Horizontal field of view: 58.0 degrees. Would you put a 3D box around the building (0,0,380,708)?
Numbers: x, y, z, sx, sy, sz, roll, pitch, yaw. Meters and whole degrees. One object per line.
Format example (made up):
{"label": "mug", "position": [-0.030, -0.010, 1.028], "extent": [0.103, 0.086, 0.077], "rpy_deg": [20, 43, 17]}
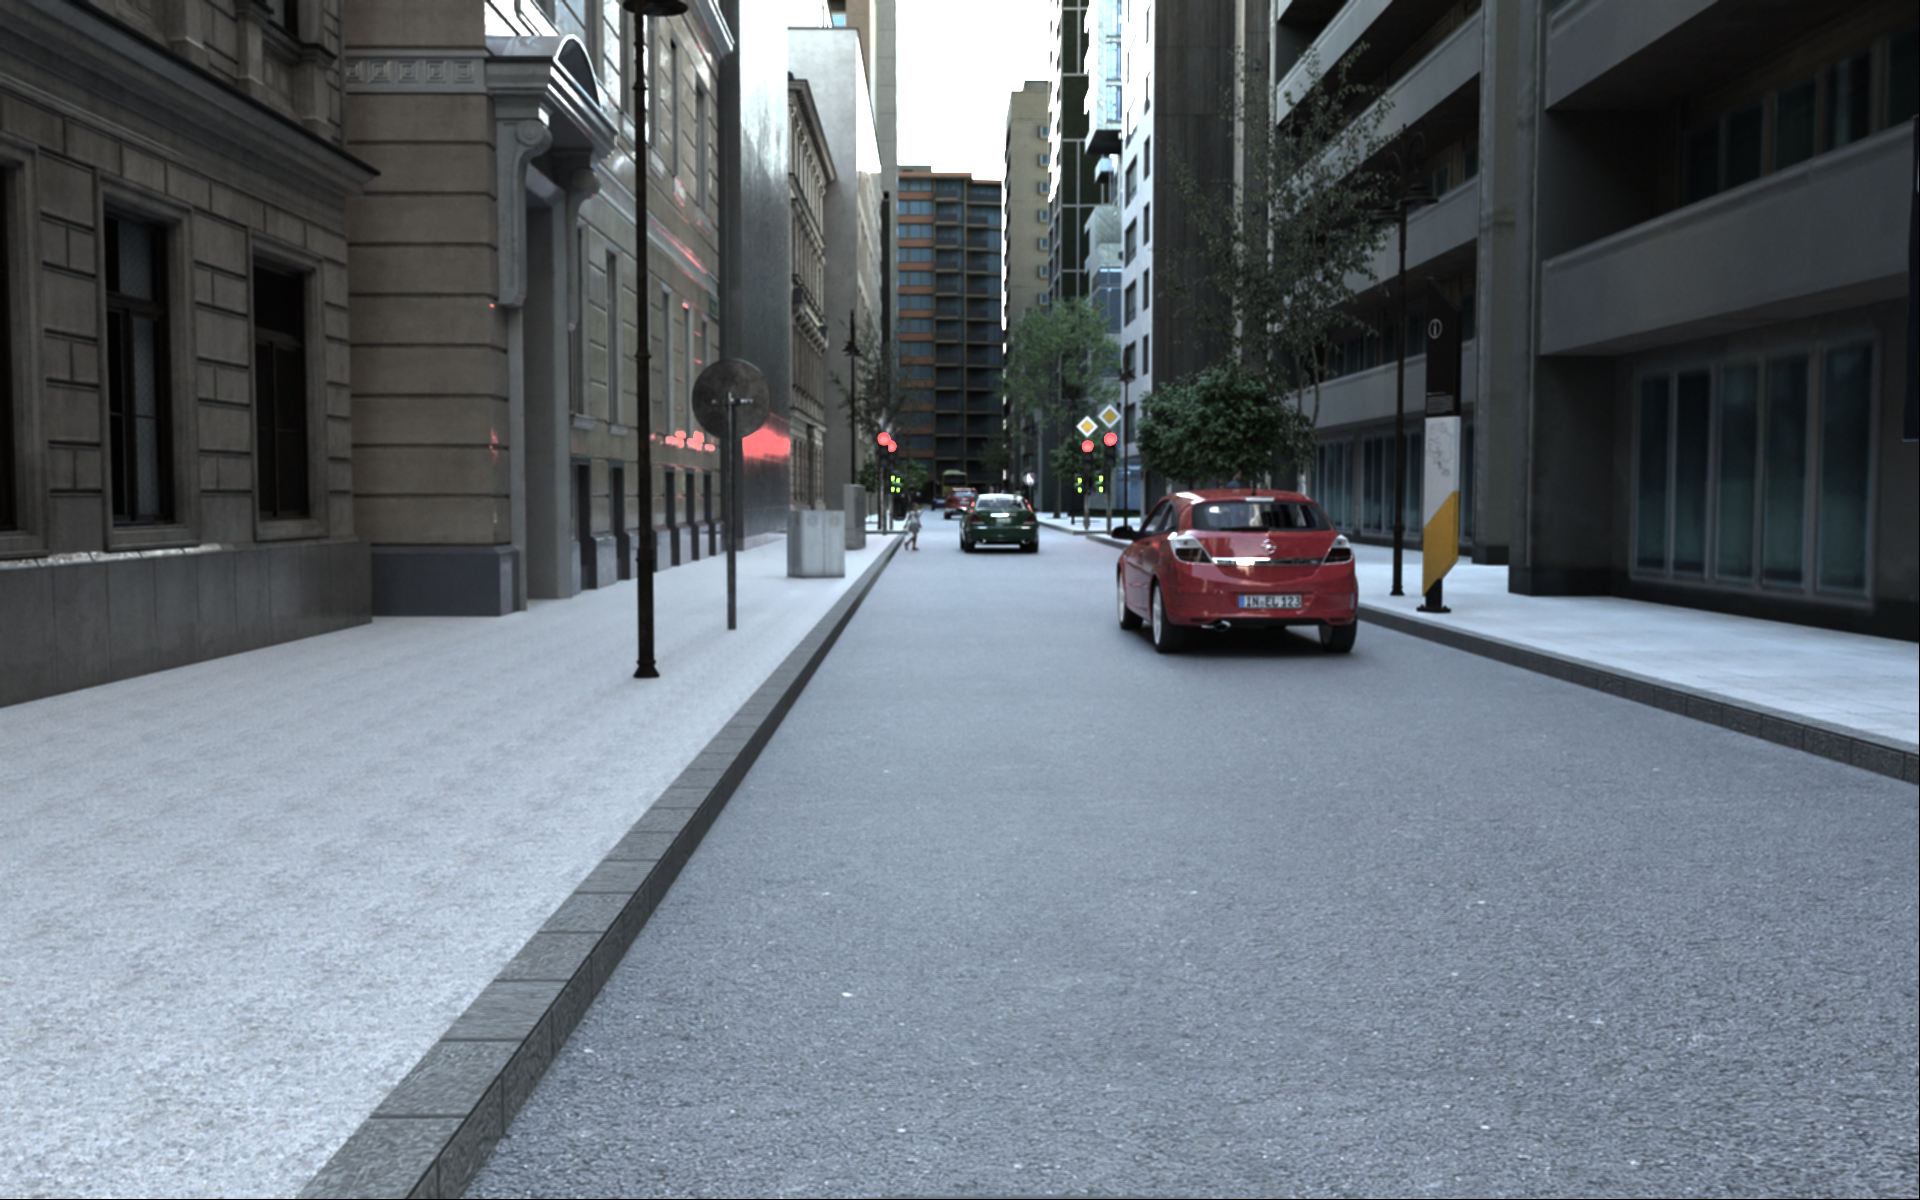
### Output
{"label": "building", "position": [-10.420, -8.740, 7.519], "extent": [10.561, 19.102, 19.286], "rpy_deg": [0, 4, -1]}

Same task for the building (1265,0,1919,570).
{"label": "building", "position": [19.973, -25.482, 40.325], "extent": [21.300, 48.544, 21.600], "rpy_deg": [0, 4, -1]}

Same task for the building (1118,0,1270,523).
{"label": "building", "position": [14.073, -18.199, 69.255], "extent": [14.107, 30.474, 14.160], "rpy_deg": [0, 4, -1]}

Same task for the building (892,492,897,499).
{"label": "building", "position": [-16.760, -45.056, 174.924], "extent": [20.563, 71.187, 20.611], "rpy_deg": [0, 4, -1]}

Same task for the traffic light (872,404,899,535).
{"label": "traffic light", "position": [-2.328, -3.970, 53.834], "extent": [0.839, 4.253, 0.868], "rpy_deg": [0, 4, -1]}

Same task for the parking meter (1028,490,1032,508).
{"label": "parking meter", "position": [4.407, -6.255, 110.688], "extent": [0.372, 1.533, 0.369], "rpy_deg": [0, 3, 0]}

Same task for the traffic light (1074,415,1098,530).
{"label": "traffic light", "position": [4.517, -4.466, 61.935], "extent": [0.839, 4.253, 0.868], "rpy_deg": [0, 4, -1]}

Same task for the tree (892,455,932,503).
{"label": "tree", "position": [-4.019, -9.832, 144.466], "extent": [4.285, 4.588, 4.351], "rpy_deg": [0, 3, 0]}

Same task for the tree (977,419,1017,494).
{"label": "tree", "position": [3.615, -13.371, 168.982], "extent": [4.737, 8.622, 4.395], "rpy_deg": [0, 3, 0]}

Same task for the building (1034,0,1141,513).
{"label": "building", "position": [16.909, -48.911, 112.363], "extent": [22.319, 86.520, 31.000], "rpy_deg": [0, 4, -1]}

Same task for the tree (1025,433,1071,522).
{"label": "tree", "position": [5.898, -5.921, 80.521], "extent": [4.285, 4.588, 4.351], "rpy_deg": [0, 3, 0]}

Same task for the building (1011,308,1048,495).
{"label": "building", "position": [19.632, -20.205, 175.390], "extent": [27.650, 21.520, 28.899], "rpy_deg": [0, 4, -1]}

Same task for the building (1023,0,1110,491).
{"label": "building", "position": [16.292, -43.478, 149.114], "extent": [20.563, 71.187, 20.611], "rpy_deg": [0, 4, -1]}

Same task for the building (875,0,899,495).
{"label": "building", "position": [-21.184, -40.192, 199.137], "extent": [28.212, 58.520, 21.231], "rpy_deg": [0, 4, -1]}

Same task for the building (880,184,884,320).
{"label": "building", "position": [-12.436, -20.807, 126.099], "extent": [13.634, 28.700, 20.117], "rpy_deg": [0, 4, -1]}

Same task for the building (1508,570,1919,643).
{"label": "building", "position": [17.939, -23.673, 10.748], "extent": [21.300, 48.544, 21.600], "rpy_deg": [0, 4, -1]}

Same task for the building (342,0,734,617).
{"label": "building", "position": [-11.171, -14.739, 26.881], "extent": [13.634, 28.700, 20.117], "rpy_deg": [0, 4, -1]}

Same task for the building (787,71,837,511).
{"label": "building", "position": [-10.953, -12.724, 72.657], "extent": [10.561, 19.102, 19.286], "rpy_deg": [0, 4, -1]}

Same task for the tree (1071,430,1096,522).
{"label": "tree", "position": [5.985, -3.765, 45.264], "extent": [4.285, 4.588, 4.351], "rpy_deg": [0, 3, 0]}

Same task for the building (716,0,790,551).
{"label": "building", "position": [-19.858, -13.814, 44.923], "extent": [30.058, 24.678, 14.314], "rpy_deg": [0, 4, -1]}

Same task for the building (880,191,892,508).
{"label": "building", "position": [-13.453, -23.652, 158.413], "extent": [14.160, 30.474, 14.107], "rpy_deg": [0, 4, -1]}

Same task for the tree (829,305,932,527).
{"label": "tree", "position": [-3.026, -7.132, 66.969], "extent": [4.360, 8.622, 3.978], "rpy_deg": [0, 3, 0]}

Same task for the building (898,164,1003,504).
{"label": "building", "position": [-7.631, -35.355, 232.672], "extent": [28.867, 44.769, 22.147], "rpy_deg": [0, 4, -1]}

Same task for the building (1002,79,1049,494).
{"label": "building", "position": [15.989, -35.230, 199.717], "extent": [21.300, 48.544, 21.600], "rpy_deg": [0, 4, -1]}

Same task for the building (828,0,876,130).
{"label": "building", "position": [-14.053, -30.180, 143.553], "extent": [14.600, 45.320, 14.200], "rpy_deg": [0, 4, -1]}

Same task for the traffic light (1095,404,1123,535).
{"label": "traffic light", "position": [4.633, -3.977, 53.951], "extent": [0.839, 4.253, 0.868], "rpy_deg": [0, 4, -1]}

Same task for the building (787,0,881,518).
{"label": "building", "position": [-14.693, -18.014, 99.050], "extent": [19.350, 26.468, 34.151], "rpy_deg": [0, 4, -1]}

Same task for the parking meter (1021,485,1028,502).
{"label": "parking meter", "position": [3.984, -6.159, 106.405], "extent": [0.399, 1.863, 0.255], "rpy_deg": [3, 5, 45]}

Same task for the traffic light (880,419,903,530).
{"label": "traffic light", "position": [-2.443, -4.459, 61.818], "extent": [0.839, 4.253, 0.868], "rpy_deg": [0, 4, -1]}

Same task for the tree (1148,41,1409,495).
{"label": "tree", "position": [5.271, -4.728, 27.663], "extent": [4.360, 8.622, 3.978], "rpy_deg": [0, 3, 0]}

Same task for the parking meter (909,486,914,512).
{"label": "parking meter", "position": [-3.273, -6.732, 115.782], "extent": [0.255, 1.863, 0.399], "rpy_deg": [-1, 4, -20]}

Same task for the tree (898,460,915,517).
{"label": "tree", "position": [-3.462, -6.253, 96.846], "extent": [1.663, 3.219, 1.824], "rpy_deg": [0, 3, 0]}

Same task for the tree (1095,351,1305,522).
{"label": "tree", "position": [6.162, -3.373, 38.869], "extent": [4.285, 4.588, 4.351], "rpy_deg": [0, 3, 0]}

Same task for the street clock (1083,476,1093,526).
{"label": "street clock", "position": [5.029, -3.924, 68.733], "extent": [0.358, 2.002, 0.471], "rpy_deg": [-2, 4, -33]}

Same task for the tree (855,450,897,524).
{"label": "tree", "position": [-3.818, -4.974, 75.930], "extent": [1.663, 3.219, 1.824], "rpy_deg": [0, 3, 0]}

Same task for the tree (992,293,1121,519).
{"label": "tree", "position": [5.138, -10.019, 89.573], "extent": [9.928, 11.665, 9.643], "rpy_deg": [0, 3, 0]}
